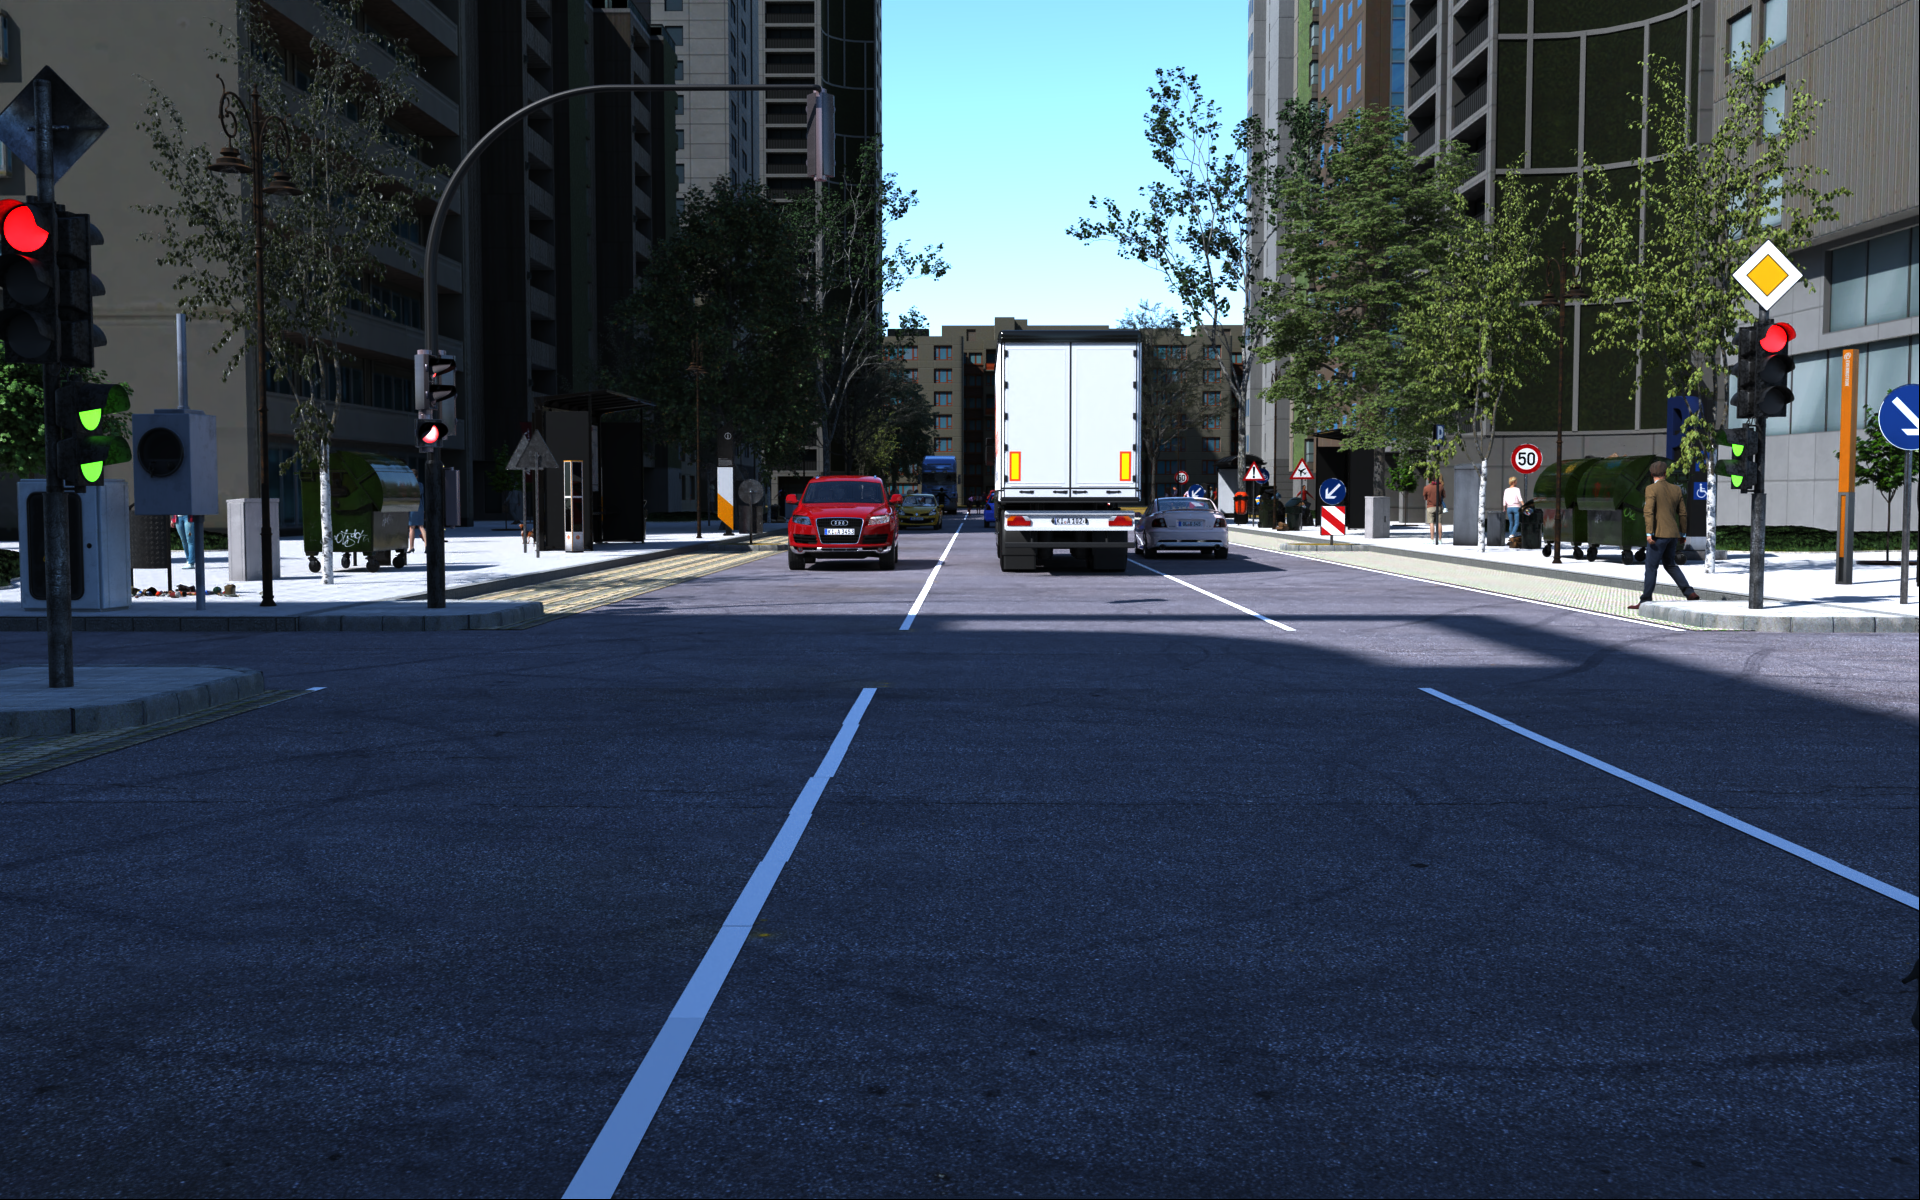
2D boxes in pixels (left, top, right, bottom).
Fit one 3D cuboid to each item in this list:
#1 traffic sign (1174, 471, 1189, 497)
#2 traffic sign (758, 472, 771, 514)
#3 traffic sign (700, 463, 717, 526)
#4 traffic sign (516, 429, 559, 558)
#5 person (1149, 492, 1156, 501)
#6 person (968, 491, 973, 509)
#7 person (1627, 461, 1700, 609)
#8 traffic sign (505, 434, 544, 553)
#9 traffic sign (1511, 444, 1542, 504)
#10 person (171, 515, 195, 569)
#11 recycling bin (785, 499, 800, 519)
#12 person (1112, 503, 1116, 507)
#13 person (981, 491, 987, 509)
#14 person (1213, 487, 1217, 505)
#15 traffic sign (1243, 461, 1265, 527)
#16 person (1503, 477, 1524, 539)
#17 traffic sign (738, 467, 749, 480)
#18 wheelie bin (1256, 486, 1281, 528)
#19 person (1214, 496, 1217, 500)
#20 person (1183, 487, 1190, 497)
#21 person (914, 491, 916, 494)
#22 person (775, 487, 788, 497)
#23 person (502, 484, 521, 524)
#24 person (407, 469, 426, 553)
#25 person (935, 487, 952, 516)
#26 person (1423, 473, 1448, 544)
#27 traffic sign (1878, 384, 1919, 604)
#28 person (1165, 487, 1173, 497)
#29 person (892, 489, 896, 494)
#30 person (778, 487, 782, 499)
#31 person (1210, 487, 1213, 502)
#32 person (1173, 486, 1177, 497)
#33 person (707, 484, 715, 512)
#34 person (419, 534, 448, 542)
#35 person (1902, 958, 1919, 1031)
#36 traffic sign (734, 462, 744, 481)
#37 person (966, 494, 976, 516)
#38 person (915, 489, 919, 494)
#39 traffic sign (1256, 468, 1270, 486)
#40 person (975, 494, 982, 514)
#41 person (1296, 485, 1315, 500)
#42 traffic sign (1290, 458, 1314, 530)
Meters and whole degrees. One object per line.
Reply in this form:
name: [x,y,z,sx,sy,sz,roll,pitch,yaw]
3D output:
traffic sign: [12.107,-5.788,94.739,0.768,2.556,0.104,0,4,7]
traffic sign: [-9.092,-4.803,80.660,0.606,2.300,0.079,0,4,2]
traffic sign: [-10.095,-4.250,69.597,0.768,2.556,0.104,0,4,6]
traffic sign: [-8.501,-2.129,34.819,0.884,2.594,0.081,0,4,4]
person: [16.024,-8.412,144.124,0.434,1.755,0.990,3,5,43]
person: [1.036,-9.845,170.174,0.721,1.735,1.217,-1,4,-15]
person: [8.684,-0.788,21.302,0.836,1.842,0.656,2,4,35]
traffic sign: [-9.499,-2.310,37.773,0.884,2.594,0.081,1,4,9]
traffic sign: [14.321,-2.675,43.849,0.768,2.556,0.104,1,4,9]
person: [-13.229,-1.395,29.685,0.563,1.720,0.643,1,4,14]
recycling bin: [-8.416,-4.620,88.095,0.722,1.027,0.722,-3,5,-43]
person: [9.523,-6.076,107.832,0.705,1.826,1.348,-3,5,-40]
person: [2.269,-9.451,163.935,0.541,1.710,0.530,2,4,33]
person: [20.529,-8.102,138.451,1.348,1.831,0.705,0,4,-4]
traffic sign: [11.587,-4.179,68.334,0.884,2.594,0.081,0,4,7]
person: [14.675,-2.392,45.818,0.731,1.740,0.598,3,4,36]
traffic sign: [-10.214,-4.921,80.564,0.768,2.556,0.104,0,4,5]
wheelie bin: [11.742,-3.539,65.774,0.980,1.594,0.693,-1,4,-10]
person: [16.002,-6.133,106.299,0.705,1.826,1.348,3,4,39]
person: [13.668,-5.870,102.954,0.756,1.711,0.436,0,4,2]
person: [-4.113,-9.346,162.011,0.721,1.736,1.217,-2,4,-26]
person: [-13.938,-7.956,136.138,1.348,1.822,0.705,-1,4,-20]
person: [-18.924,-4.108,73.332,0.853,1.813,0.709,1,4,20]
person: [-11.743,-1.916,37.397,0.654,1.822,0.581,3,5,43]
person: [-1.214,-6.518,114.708,1.348,1.869,0.705,0,4,-3]
person: [12.258,-2.360,44.607,0.573,1.828,0.580,3,5,41]
traffic sign: [11.009,-1.224,20.126,0.768,2.556,0.104,0,4,2]
person: [9.091,-4.107,76.236,0.643,1.750,0.593,1,4,18]
person: [-3.558,-5.175,93.866,0.466,1.731,0.760,-2,4,-29]
person: [-14.241,-8.130,138.834,0.709,1.838,0.599,1,4,9]
person: [18.400,-7.398,127.079,0.705,1.814,1.350,0,4,5]
person: [13.144,-6.085,105.986,0.568,1.767,0.683,-2,4,-24]
person: [-13.245,-5.238,91.869,0.526,1.800,0.537,2,4,28]
person: [-13.896,-2.436,45.783,0.836,1.842,0.656,-3,5,-43]
person: [2.755,0.239,4.472,0.818,1.842,0.514,-1,4,-11]
traffic sign: [-9.074,-4.255,69.569,0.884,2.594,0.081,0,4,8]
person: [0.741,-6.318,115.036,0.697,1.427,0.421,0,4,6]
person: [-2.552,-5.785,104.017,0.756,1.711,0.436,-1,4,-14]
traffic sign: [14.866,-5.218,85.422,0.768,2.556,0.104,0,4,3]
person: [1.335,-6.903,124.558,0.628,1.438,0.799,-3,5,-40]
person: [21.252,-6.174,106.923,1.348,1.831,0.705,-1,4,-18]
traffic sign: [12.233,-3.793,62.014,0.884,2.594,0.081,0,4,4]
